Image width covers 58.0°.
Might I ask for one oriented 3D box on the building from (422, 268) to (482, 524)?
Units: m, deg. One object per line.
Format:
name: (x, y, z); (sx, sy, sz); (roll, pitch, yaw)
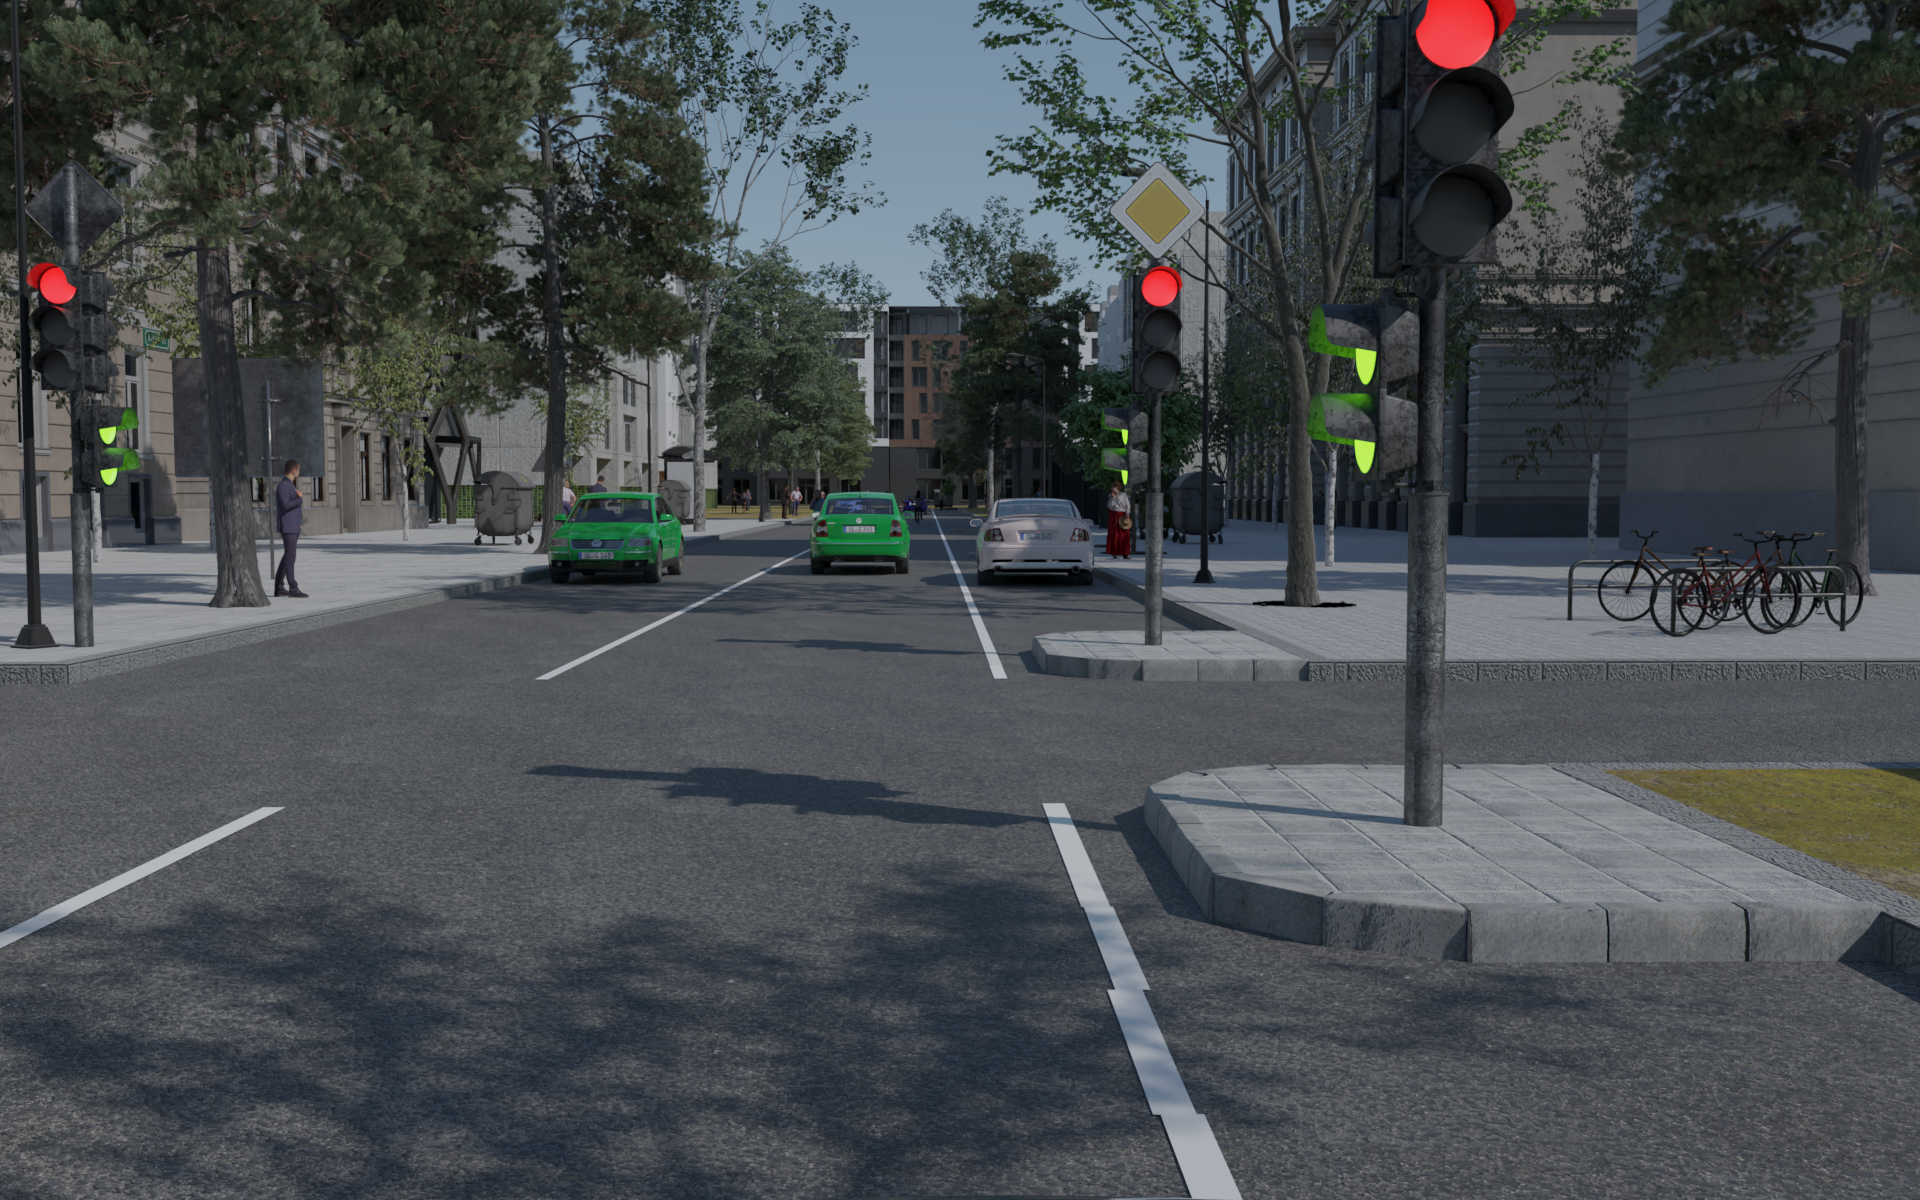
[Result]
building: (-29.609, -12.636, 74.046); (16.820, 18.784, 16.811); (0, 4, -1)

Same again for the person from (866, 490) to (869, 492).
person: (-6.653, -7.087, 125.297); (0.530, 1.710, 0.541); (0, 4, -4)

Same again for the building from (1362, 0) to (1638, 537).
building: (19.825, -14.123, 59.785); (11.050, 23.489, 19.941); (0, 4, -1)

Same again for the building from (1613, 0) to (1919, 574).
building: (26.492, -15.015, 32.882); (23.554, 28.519, 14.401); (0, 4, -1)

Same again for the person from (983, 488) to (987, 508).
person: (2.478, -9.627, 163.412); (0.705, 1.831, 1.348); (-1, 4, -16)

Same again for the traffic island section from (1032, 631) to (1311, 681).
traffic island section: (1.666, 0.462, 14.726); (2.009, 0.180, 2.903); (0, 4, -1)

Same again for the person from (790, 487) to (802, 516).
person: (-9.539, -5.756, 101.096); (0.756, 1.711, 0.436); (-1, 4, -22)

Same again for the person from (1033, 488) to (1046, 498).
person: (7.095, -9.079, 154.462); (1.348, 1.826, 0.705); (2, 4, 30)

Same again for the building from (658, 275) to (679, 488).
building: (-28.805, -16.530, 126.686); (16.016, 20.091, 11.380); (0, 4, -1)

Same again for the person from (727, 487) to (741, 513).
person: (-15.270, -6.769, 117.430); (1.217, 1.735, 0.721); (-2, 4, -34)

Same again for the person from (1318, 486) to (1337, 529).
person: (13.610, -3.507, 64.187); (0.742, 1.727, 0.445); (1, 4, 19)

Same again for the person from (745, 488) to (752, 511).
person: (-16.537, -7.836, 134.884); (0.721, 1.735, 1.217); (-2, 4, -31)

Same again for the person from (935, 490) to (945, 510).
person: (-1.630, -8.571, 148.647); (0.705, 1.823, 1.348); (-3, 4, -38)

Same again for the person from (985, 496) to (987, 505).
person: (2.547, -8.758, 152.468); (0.697, 1.427, 0.421); (3, 5, 43)

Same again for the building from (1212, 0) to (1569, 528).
building: (18.732, -15.375, 80.263); (11.050, 23.489, 19.941); (0, 4, -1)

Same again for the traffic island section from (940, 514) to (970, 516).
traffic island section: (-0.350, -5.730, 116.554); (1.991, 0.108, 1.994); (0, 4, -1)

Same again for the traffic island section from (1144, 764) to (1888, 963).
traffic island section: (1.824, 0.950, 6.742); (2.009, 0.180, 2.903); (0, 4, -1)

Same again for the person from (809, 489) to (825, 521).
person: (-3.610, -2.052, 44.269); (0.429, 1.552, 0.499); (-1, 4, -18)

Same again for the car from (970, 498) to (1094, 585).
car: (1.205, -1.000, 28.705); (2.083, 1.381, 4.827); (0, 4, 1)

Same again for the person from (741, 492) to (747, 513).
person: (-14.375, -6.485, 115.301); (0.421, 1.427, 0.697); (-1, 4, -10)

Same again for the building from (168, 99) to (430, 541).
building: (-24.557, -11.681, 55.605); (10.561, 19.102, 19.286); (0, 4, -1)

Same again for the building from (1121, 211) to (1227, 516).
building: (20.980, -15.333, 117.154); (16.747, 18.905, 31.486); (0, 4, -1)

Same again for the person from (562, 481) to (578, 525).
person: (-14.507, -3.518, 64.110); (0.990, 1.755, 0.434); (-3, 5, -42)

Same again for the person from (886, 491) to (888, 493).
person: (-6.594, -9.069, 157.492); (1.217, 1.736, 0.721); (1, 4, 17)

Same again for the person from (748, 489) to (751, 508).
person: (-19.248, -9.223, 157.764); (0.530, 1.710, 0.541); (2, 4, 35)

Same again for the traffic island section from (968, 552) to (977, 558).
traffic island section: (1.179, -1.016, 39.483); (1.991, 0.108, 1.994); (0, 4, -1)

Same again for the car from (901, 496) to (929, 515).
car: (-3.070, -6.498, 118.816); (1.945, 1.354, 3.894); (0, 4, -1)

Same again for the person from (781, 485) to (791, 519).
person: (-8.950, -5.041, 89.152); (0.565, 1.739, 0.600); (2, 4, 26)

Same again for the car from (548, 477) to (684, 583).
car: (-5.763, -1.255, 29.309); (1.959, 1.807, 4.718); (0, 4, -2)

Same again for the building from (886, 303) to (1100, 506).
building: (8.425, -21.725, 199.177); (32.646, 21.610, 27.936); (0, 4, -1)

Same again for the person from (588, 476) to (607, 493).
person: (-9.555, -2.394, 45.628); (0.683, 1.767, 0.568); (0, 4, 4)

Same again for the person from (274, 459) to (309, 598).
person: (-8.325, -0.890, 21.522); (0.530, 1.710, 0.541); (0, 4, -3)

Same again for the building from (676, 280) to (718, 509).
building: (-37.315, -17.100, 146.037); (31.486, 18.905, 16.747); (0, 4, -1)

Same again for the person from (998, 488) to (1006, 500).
person: (3.045, -7.267, 125.384); (0.617, 1.759, 0.750); (0, 4, -5)

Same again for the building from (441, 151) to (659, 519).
building: (-29.174, -14.601, 105.178); (16.747, 18.905, 31.486); (0, 4, -1)

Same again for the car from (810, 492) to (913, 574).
car: (-1.845, -1.447, 32.447); (1.959, 1.807, 4.718); (0, 4, -2)

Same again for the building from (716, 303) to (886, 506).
building: (-24.227, -21.699, 198.759); (32.646, 21.610, 27.936); (0, 4, -1)

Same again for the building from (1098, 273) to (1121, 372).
building: (20.092, -17.947, 149.857); (16.016, 20.091, 11.380); (0, 4, -1)

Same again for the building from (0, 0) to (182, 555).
building: (-26.271, -15.197, 34.375); (13.634, 28.700, 20.117); (0, 4, -1)

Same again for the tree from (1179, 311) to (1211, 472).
tree: (10.160, -7.150, 67.268); (4.360, 8.622, 3.978); (0, 3, 0)

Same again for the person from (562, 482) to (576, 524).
person: (-13.801, -3.274, 60.516); (0.756, 1.711, 0.436); (-1, 4, -9)

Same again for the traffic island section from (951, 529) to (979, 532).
traffic island section: (0.643, -2.664, 66.421); (1.991, 0.108, 1.994); (0, 4, -1)

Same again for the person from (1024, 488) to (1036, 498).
person: (5.521, -7.957, 136.863); (1.217, 1.735, 0.721); (3, 4, 36)

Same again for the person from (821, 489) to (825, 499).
person: (-12.694, -9.289, 158.623); (0.721, 1.736, 1.217); (2, 4, 25)

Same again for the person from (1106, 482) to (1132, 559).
person: (3.143, -1.572, 34.217); (0.523, 1.526, 0.387); (1, 4, 13)
